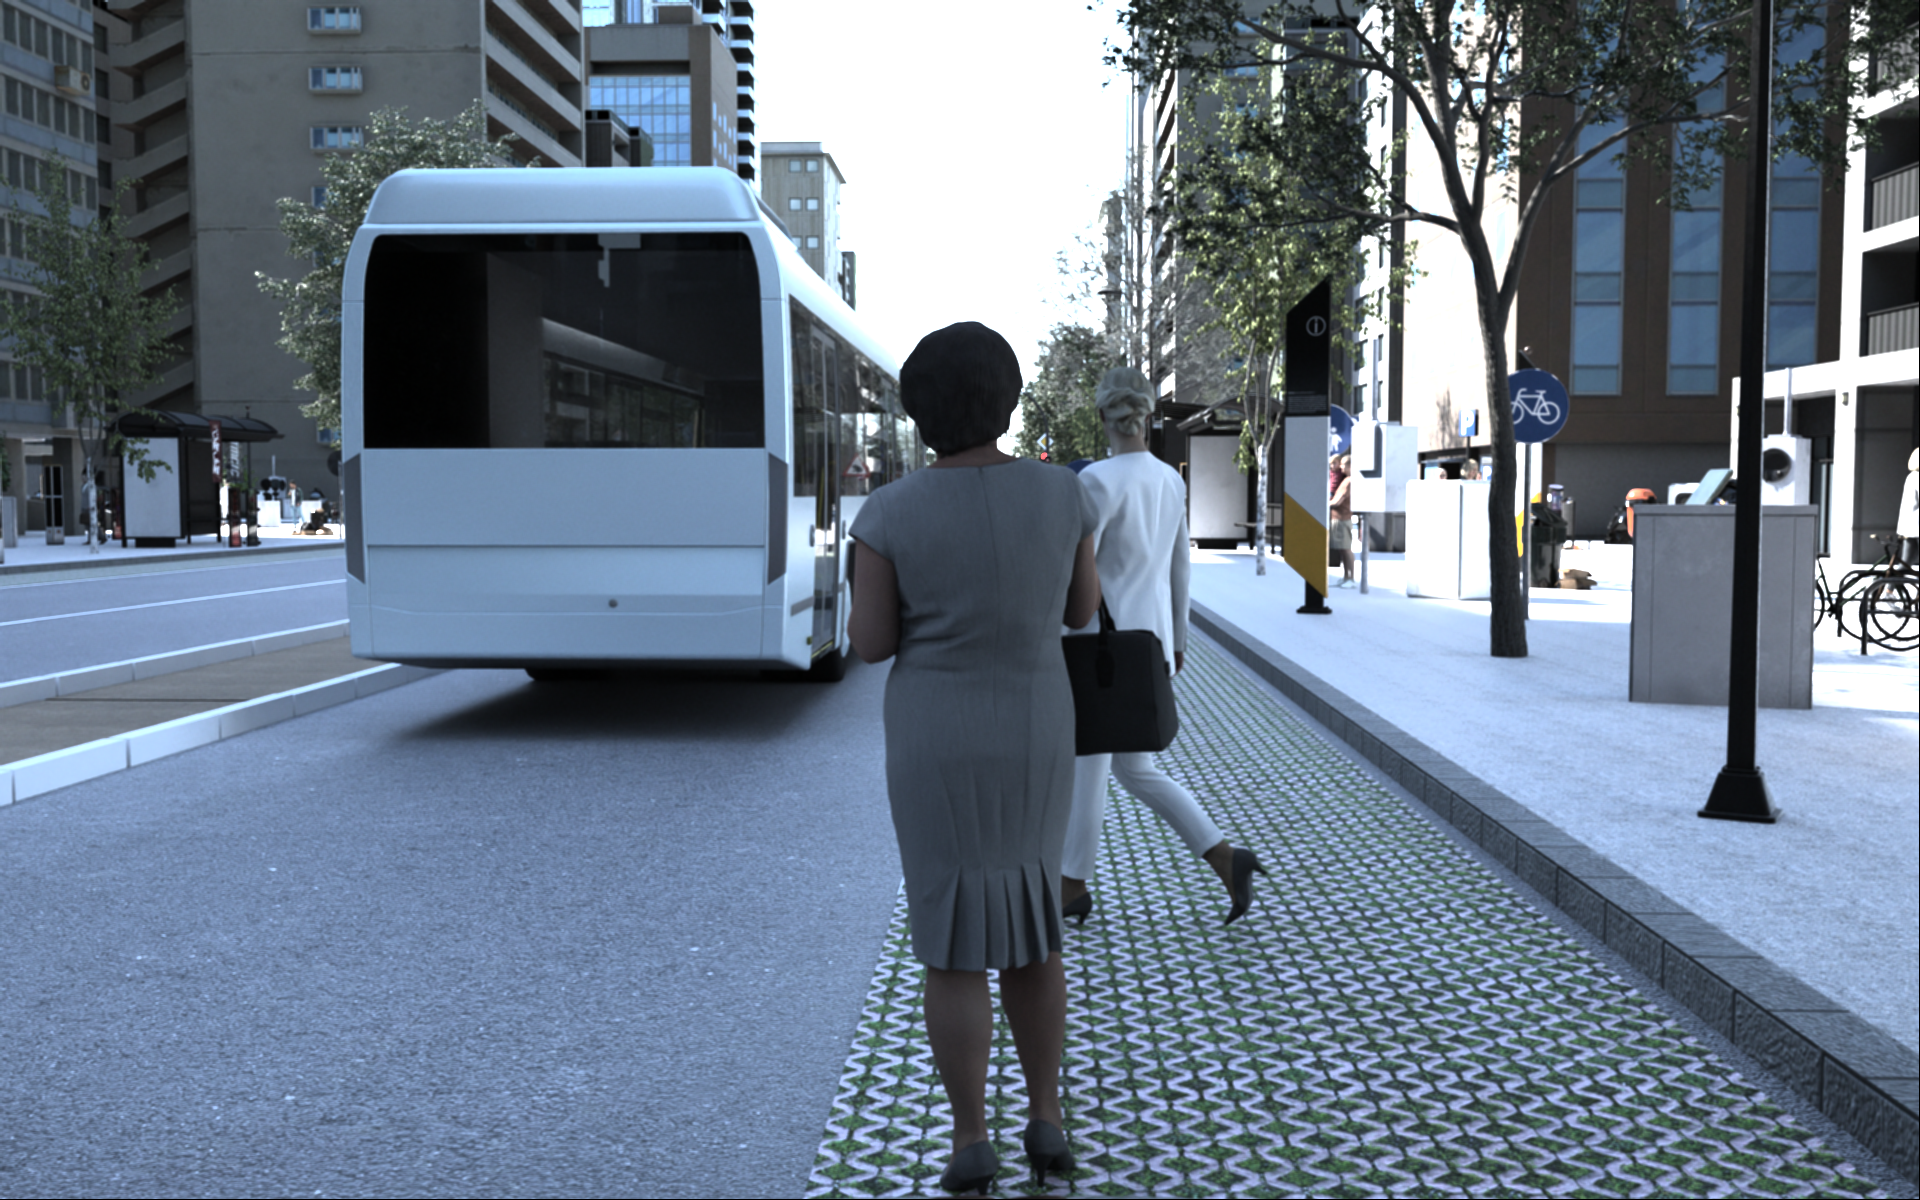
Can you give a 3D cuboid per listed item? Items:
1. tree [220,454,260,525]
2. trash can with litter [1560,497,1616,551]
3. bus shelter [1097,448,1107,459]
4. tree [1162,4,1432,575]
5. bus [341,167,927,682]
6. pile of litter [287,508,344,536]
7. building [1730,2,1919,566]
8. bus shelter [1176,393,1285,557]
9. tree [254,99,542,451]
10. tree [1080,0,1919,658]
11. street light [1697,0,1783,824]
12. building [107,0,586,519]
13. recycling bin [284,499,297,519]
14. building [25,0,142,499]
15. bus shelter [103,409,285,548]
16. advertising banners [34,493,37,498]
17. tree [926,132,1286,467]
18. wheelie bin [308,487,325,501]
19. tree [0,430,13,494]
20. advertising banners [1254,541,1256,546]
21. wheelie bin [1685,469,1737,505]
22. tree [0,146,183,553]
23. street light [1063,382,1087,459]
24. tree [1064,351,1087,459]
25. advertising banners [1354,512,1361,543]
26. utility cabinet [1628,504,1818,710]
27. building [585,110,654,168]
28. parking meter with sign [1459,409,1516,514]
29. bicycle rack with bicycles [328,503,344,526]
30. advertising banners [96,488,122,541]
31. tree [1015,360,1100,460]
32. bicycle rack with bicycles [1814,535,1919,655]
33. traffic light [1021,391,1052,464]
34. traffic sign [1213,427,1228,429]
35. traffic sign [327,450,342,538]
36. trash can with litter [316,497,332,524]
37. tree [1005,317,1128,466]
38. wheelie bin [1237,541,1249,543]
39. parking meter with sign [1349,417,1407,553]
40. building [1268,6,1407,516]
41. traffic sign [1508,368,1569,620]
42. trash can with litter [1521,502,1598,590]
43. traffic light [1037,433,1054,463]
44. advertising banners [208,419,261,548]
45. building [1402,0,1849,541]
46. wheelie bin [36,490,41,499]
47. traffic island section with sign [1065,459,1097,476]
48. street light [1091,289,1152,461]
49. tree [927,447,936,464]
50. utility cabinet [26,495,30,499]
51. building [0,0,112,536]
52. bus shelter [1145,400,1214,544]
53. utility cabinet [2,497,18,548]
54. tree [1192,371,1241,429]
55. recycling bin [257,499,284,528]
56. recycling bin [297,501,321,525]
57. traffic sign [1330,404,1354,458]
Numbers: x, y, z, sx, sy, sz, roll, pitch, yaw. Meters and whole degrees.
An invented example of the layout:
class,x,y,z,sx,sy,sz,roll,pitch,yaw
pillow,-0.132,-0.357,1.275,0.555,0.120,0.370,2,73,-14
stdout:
class,x,y,z,sx,sy,sz,roll,pitch,yaw
tree,-30.261,-4.750,72.260,1.663,3.219,1.824,0,3,0
trash can with litter,13.988,-1.773,40.048,1.678,1.210,2.233,0,4,-7
bus shelter,8.189,-6.117,91.302,1.731,3.624,6.357,0,4,2
tree,4.978,-4.701,27.220,4.737,8.622,4.395,0,3,0
bus,-1.952,-1.318,16.415,2.948,3.499,13.247,0,4,3
pile of litter,-19.745,-2.397,53.148,1.719,0.858,1.176,1,4,11
building,26.120,-35.823,23.961,20.563,71.187,20.611,0,4,2
bus shelter,5.923,-2.661,37.438,2.014,3.302,5.546,0,4,2
tree,-16.990,-9.097,55.398,9.857,13.997,8.962,0,3,0
tree,4.417,-4.851,13.731,8.767,10.594,7.601,0,4,8
street light,2.575,-2.093,6.764,1.470,5.913,1.316,0,4,2
building,-34.716,-29.090,99.318,21.300,48.544,21.600,0,4,2
recycling bin,-34.263,-4.652,88.615,0.722,1.027,0.722,-2,4,-28
building,-55.196,-19.879,96.718,14.107,30.474,14.160,0,4,2
bus shelter,-19.208,-3.051,43.804,2.014,3.302,5.546,0,4,2
advertising banners,-46.820,-5.678,89.019,0.090,3.025,2.074,1,4,10
tree,6.293,-9.145,59.896,12.009,13.543,11.850,0,3,0
wheelie bin,-30.856,-4.600,83.111,0.693,1.594,0.980,-3,4,-37
tree,-24.951,-3.066,44.732,1.663,3.219,1.824,0,3,0
advertising banners,7.613,-2.905,43.678,0.090,3.025,2.074,1,4,22
wheelie bin,9.605,-0.859,21.953,0.693,1.594,0.980,0,4,-1
tree,-18.628,-5.298,36.982,4.737,8.622,4.395,0,3,0
street light,5.092,-6.063,71.674,1.470,5.913,1.316,0,4,2
tree,7.075,-8.190,84.263,4.737,8.622,4.395,0,3,0
advertising banners,10.536,-3.003,45.283,0.090,3.025,2.074,0,4,7
utility cabinet,4.649,0.035,10.583,1.020,1.237,0.306,1,4,23
building,-31.415,-21.959,130.735,14.160,30.474,14.107,0,4,2
parking meter with sign,11.287,-2.436,36.081,1.738,3.016,0.543,-1,4,-18
bicycle rack with bicycles,-24.914,-3.546,71.367,2.852,0.926,2.925,0,4,-5
advertising banners,-23.631,-3.198,48.477,0.090,3.025,2.074,1,4,10
tree,8.948,-14.227,139.272,9.857,13.997,8.962,0,3,0
bicycle rack with bicycles,8.250,-0.067,14.477,2.925,0.926,2.852,1,4,22
traffic light,1.501,-5.934,71.683,4.771,5.953,1.251,0,4,2
traffic sign,7.050,-3.619,53.050,2.265,3.308,0.079,0,4,6
traffic sign,-17.946,-3.059,50.119,0.768,2.556,0.104,0,4,7
trash can with litter,-27.122,-3.793,73.409,0.624,1.170,1.055,1,4,10
tree,7.419,-11.824,110.338,9.611,12.733,9.660,0,3,0
wheelie bin,7.490,-2.326,45.936,0.693,1.594,0.980,1,4,13
parking meter with sign,9.300,-2.577,38.390,0.543,3.016,1.738,-3,4,-39
building,26.236,-20.618,108.799,14.160,30.474,14.107,0,4,2
traffic sign,5.781,-1.072,17.641,0.768,2.556,0.104,0,4,3
trash can with litter,8.144,-0.739,23.472,0.624,1.170,1.055,-3,4,-36
traffic light,3.903,-5.554,79.723,0.839,4.253,0.868,0,4,2
advertising banners,-17.409,-2.775,41.561,0.090,3.025,2.074,1,4,8
building,22.292,-24.634,52.881,14.600,45.320,14.200,0,4,2
wheelie bin,-43.755,-4.578,82.754,0.693,1.594,0.980,-2,4,-31
traffic island section with sign,1.320,-0.711,20.247,1.989,1.847,2.006,0,4,2
street light,3.785,-4.091,39.427,1.470,5.913,1.316,0,4,2
tree,-7.860,-25.009,315.548,9.857,13.997,8.962,0,3,0
utility cabinet,-47.193,-4.638,87.000,1.020,1.237,0.306,1,4,21
building,-38.334,-21.707,46.784,23.993,40.220,32.217,0,4,2
bus shelter,5.613,-3.343,45.946,1.731,3.624,6.357,0,4,2
utility cabinet,-22.955,-1.829,41.068,1.020,1.237,0.306,-1,4,-14
tree,14.136,-9.043,98.218,4.360,8.622,3.978,0,3,0
recycling bin,-26.122,-3.221,65.222,0.722,1.027,0.722,1,4,21
recycling bin,-24.364,-3.206,64.980,0.722,1.027,0.722,-2,4,-24
traffic sign,5.189,-1.497,24.587,0.768,2.556,0.104,1,4,9
